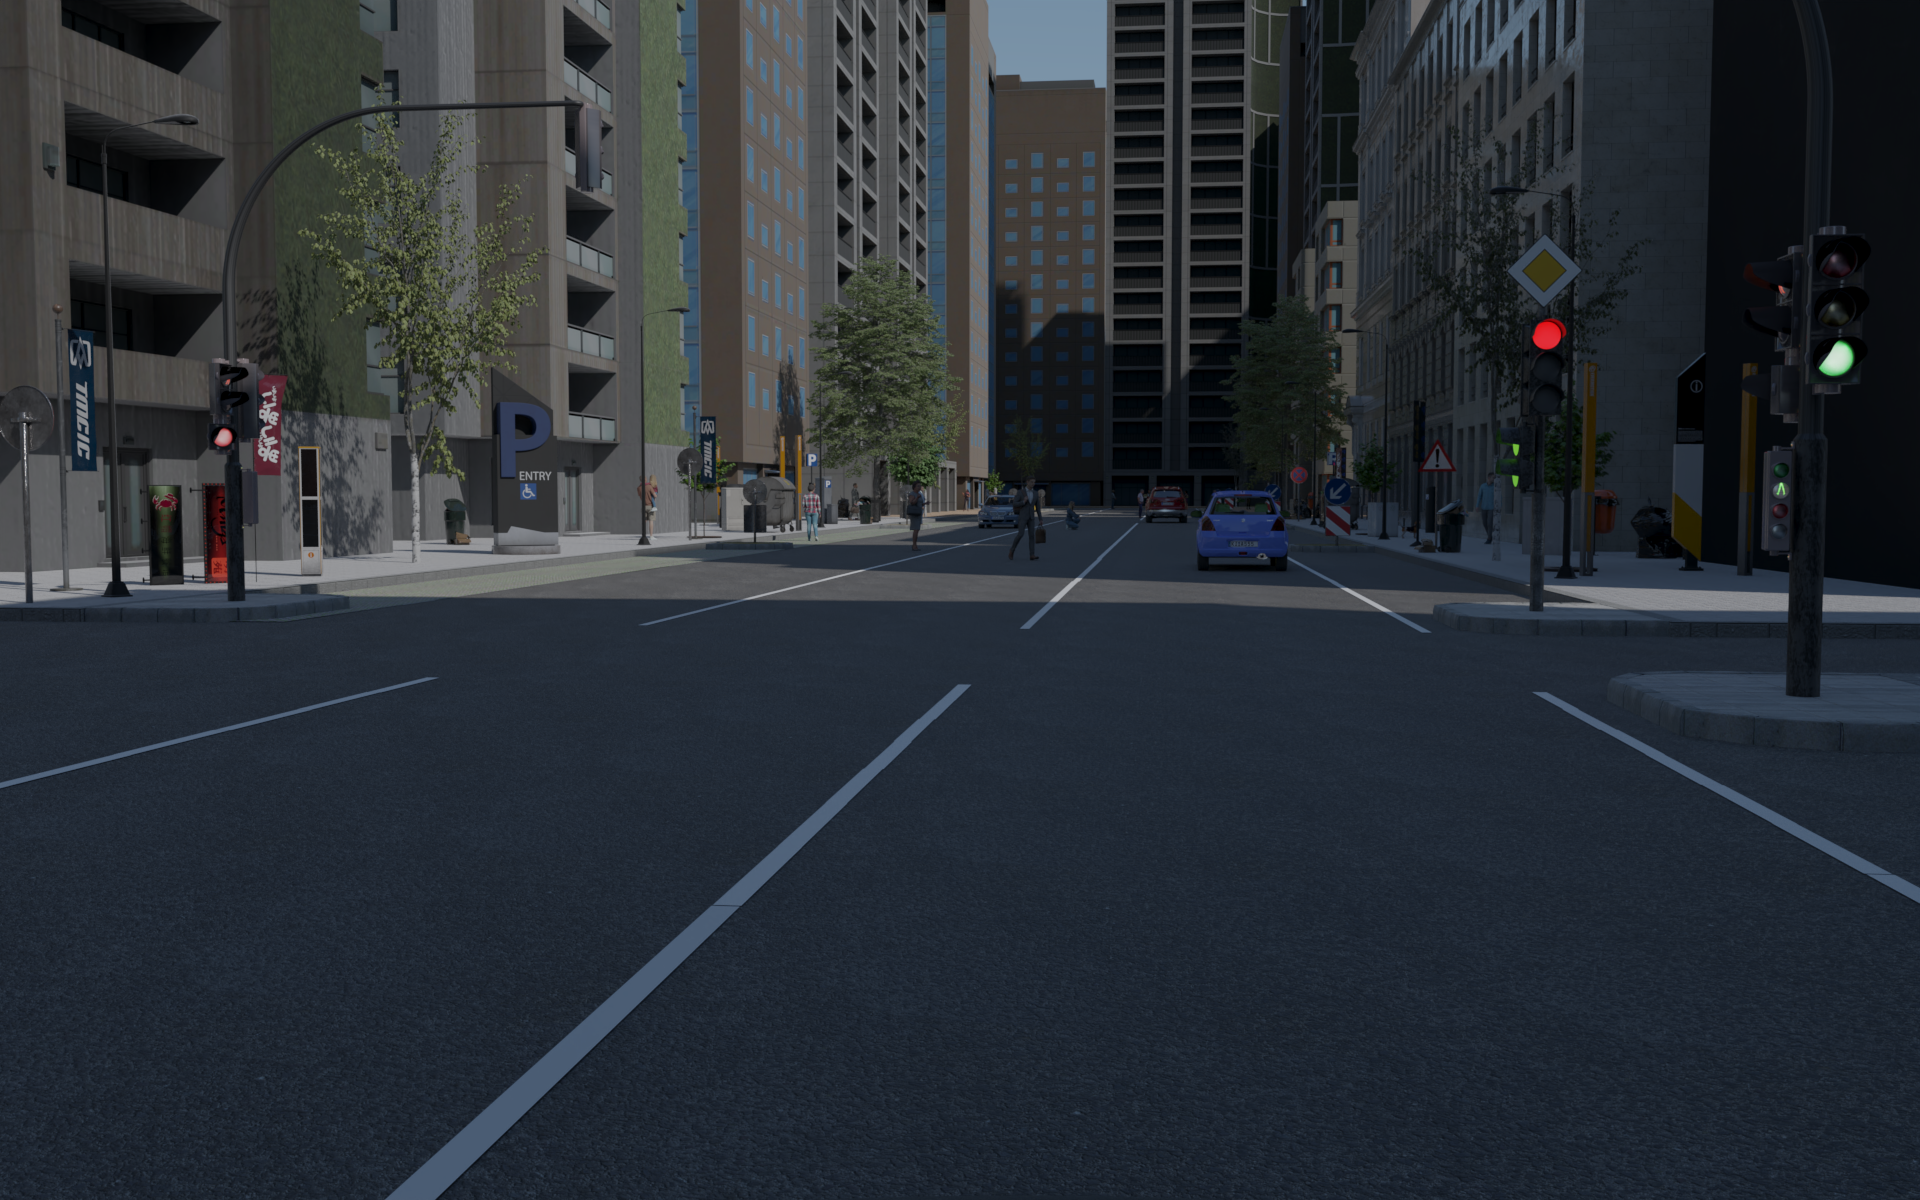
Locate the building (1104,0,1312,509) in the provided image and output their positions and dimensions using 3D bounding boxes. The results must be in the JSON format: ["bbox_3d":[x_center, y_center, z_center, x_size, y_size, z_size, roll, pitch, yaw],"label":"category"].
[{"bbox_3d":[26.487,-45.865,188.145,20.611,71.187,20.563,0,4,7],"label":"building"}]

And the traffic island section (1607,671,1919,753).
[{"bbox_3d":[5.379,0.687,11.041,2.009,0.180,2.903,0,4,7],"label":"traffic island section"}]

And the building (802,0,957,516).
[{"bbox_3d":[-10.944,-42.113,126.793,20.563,71.187,20.611,0,4,7],"label":"building"}]

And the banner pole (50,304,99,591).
[{"bbox_3d":[-11.826,-2.026,23.144,0.401,3.779,0.863,1,4,14],"label":"banner pole"}]

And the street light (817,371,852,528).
[{"bbox_3d":[-4.771,-5.704,65.805,1.470,5.913,1.316,0,4,7],"label":"street light"}]

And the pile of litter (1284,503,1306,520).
[{"bbox_3d":[16.864,-4.495,87.461,1.176,0.858,1.719,1,4,8],"label":"pile of litter"}]

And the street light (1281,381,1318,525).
[{"bbox_3d":[14.088,-6.050,71.466,1.470,5.913,1.316,0,4,7],"label":"street light"}]

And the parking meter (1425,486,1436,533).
[{"bbox_3d":[15.583,-2.987,57.245,0.372,1.533,0.369,0,3,0],"label":"parking meter"}]

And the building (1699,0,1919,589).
[{"bbox_3d":[21.178,-11.960,25.219,15.834,23.373,12.332,0,4,7],"label":"building"}]

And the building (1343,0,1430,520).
[{"bbox_3d":[26.136,-18.110,82.007,13.634,28.700,20.117,0,4,7],"label":"building"}]

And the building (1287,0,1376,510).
[{"bbox_3d":[36.546,-42.837,138.629,20.563,71.187,20.611,0,4,7],"label":"building"}]

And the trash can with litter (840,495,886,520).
[{"bbox_3d":[-4.940,-4.592,86.130,2.233,1.210,1.678,2,4,32],"label":"trash can with litter"}]

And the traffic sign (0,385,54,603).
[{"bbox_3d":[-10.945,-1.235,20.292,0.768,2.556,0.104,1,4,14],"label":"traffic sign"}]

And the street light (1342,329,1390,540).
[{"bbox_3d":[11.421,-4.660,48.732,1.470,5.913,1.316,0,4,7],"label":"street light"}]

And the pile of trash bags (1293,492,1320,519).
[{"bbox_3d":[18.640,-5.025,91.907,1.912,1.369,3.447,1,4,11],"label":"pile of trash bags"}]

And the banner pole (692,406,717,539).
[{"bbox_3d":[-7.280,-3.610,49.035,0.863,3.779,0.401,1,4,10],"label":"banner pole"}]

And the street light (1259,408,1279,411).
[{"bbox_3d":[16.801,-7.385,93.288,1.470,5.913,1.316,0,4,7],"label":"street light"}]

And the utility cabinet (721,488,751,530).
[{"bbox_3d":[-7.769,-3.172,60.548,1.173,1.500,0.318,-3,5,-44],"label":"utility cabinet"}]

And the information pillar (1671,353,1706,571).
[{"bbox_3d":[12.137,-2.292,28.830,0.504,3.616,0.183,0,4,-3],"label":"information pillar"}]

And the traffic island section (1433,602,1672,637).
[{"bbox_3d":[6.334,0.203,18.969,2.009,0.180,2.903,0,4,7],"label":"traffic island section"}]

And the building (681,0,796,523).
[{"bbox_3d":[-15.541,-26.466,82.835,14.600,45.320,14.200,0,4,7],"label":"building"}]

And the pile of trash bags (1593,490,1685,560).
[{"bbox_3d":[14.210,-1.550,35.100,1.912,1.369,3.447,-2,4,-33],"label":"pile of trash bags"}]

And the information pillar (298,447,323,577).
[{"bbox_3d":[-10.124,-1.377,27.013,0.304,2.012,0.304,-1,4,-15],"label":"information pillar"}]

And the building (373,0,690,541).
[{"bbox_3d":[-17.081,-22.565,52.539,14.154,41.232,14.086,0,4,7],"label":"building"}]

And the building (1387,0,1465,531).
[{"bbox_3d":[21.669,-13.109,63.485,9.793,20.994,18.267,0,4,7],"label":"building"}]

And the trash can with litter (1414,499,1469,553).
[{"bbox_3d":[10.538,-1.622,37.914,1.055,1.170,0.624,-1,4,-8],"label":"trash can with litter"}]

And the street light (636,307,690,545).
[{"bbox_3d":[-7.397,-4.324,43.235,1.470,5.913,1.316,0,4,7],"label":"street light"}]

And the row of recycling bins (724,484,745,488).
[{"bbox_3d":[-8.981,-3.911,71.059,1.069,1.692,3.534,0,4,5],"label":"row of recycling bins"}]

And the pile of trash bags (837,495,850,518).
[{"bbox_3d":[-6.902,-5.089,92.958,1.912,1.369,3.447,0,4,5],"label":"pile of trash bags"}]

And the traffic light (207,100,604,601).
[{"bbox_3d":[-6.572,-2.799,20.424,4.771,5.953,1.251,0,4,7],"label":"traffic light"}]

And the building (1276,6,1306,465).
[{"bbox_3d":[36.204,-31.000,156.958,14.600,45.320,14.200,0,4,7],"label":"building"}]

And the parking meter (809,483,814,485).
[{"bbox_3d":[-7.423,-5.010,87.617,0.399,1.863,0.255,1,4,13],"label":"parking meter"}]

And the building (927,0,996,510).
[{"bbox_3d":[-4.398,-31.286,161.632,14.200,45.320,14.600,0,4,7],"label":"building"}]

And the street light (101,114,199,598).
[{"bbox_3d":[-10.001,-2.988,21.400,1.470,5.913,1.316,0,4,7],"label":"street light"}]

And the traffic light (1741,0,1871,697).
[{"bbox_3d":[3.253,-2.225,11.041,4.771,5.953,1.251,0,4,7],"label":"traffic light"}]

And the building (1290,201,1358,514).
[{"bbox_3d":[37.099,-16.523,115.192,27.650,21.520,28.899,0,4,7],"label":"building"}]

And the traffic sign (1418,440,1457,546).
[{"bbox_3d":[11.386,-2.529,41.349,0.884,2.594,0.081,1,4,16],"label":"traffic sign"}]

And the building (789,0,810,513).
[{"bbox_3d":[-5.240,-30.232,144.396,14.600,45.320,14.200,0,4,7],"label":"building"}]

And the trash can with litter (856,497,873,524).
[{"bbox_3d":[-4.039,-3.808,73.642,0.624,1.170,1.055,0,4,6],"label":"trash can with litter"}]

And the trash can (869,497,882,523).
[{"bbox_3d":[-3.858,-4.033,77.595,0.748,1.137,0.748,0,3,0],"label":"trash can"}]

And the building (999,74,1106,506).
[{"bbox_3d":[8.863,-32.908,188.162,14.200,45.320,14.600,0,4,7],"label":"building"}]

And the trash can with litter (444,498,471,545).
[{"bbox_3d":[-12.665,-1.988,43.891,0.624,1.170,1.055,-3,4,-37],"label":"trash can with litter"}]

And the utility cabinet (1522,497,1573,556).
[{"bbox_3d":[12.396,-1.554,36.569,0.306,1.237,1.020,-3,4,-38],"label":"utility cabinet"}]

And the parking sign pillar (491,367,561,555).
[{"bbox_3d":[-9.306,-2.971,37.051,1.447,3.967,1.447,-2,4,-29],"label":"parking sign pillar"}]

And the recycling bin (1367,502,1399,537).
[{"bbox_3d":[12.665,-2.404,51.860,0.722,1.027,0.722,0,4,-6],"label":"recycling bin"}]

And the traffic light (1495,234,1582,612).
[{"bbox_3d":[6.296,-1.831,18.860,0.839,4.253,0.868,0,4,7],"label":"traffic light"}]

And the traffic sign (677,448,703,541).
[{"bbox_3d":[-7.455,-2.915,47.771,0.768,2.556,0.104,1,4,14],"label":"traffic sign"}]

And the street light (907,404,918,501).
[{"bbox_3d":[-2.087,-7.039,87.630,1.470,5.913,1.316,0,4,7],"label":"street light"}]

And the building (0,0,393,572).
[{"bbox_3d":[-20.200,-15.861,31.027,14.160,30.474,14.107,0,4,7],"label":"building"}]

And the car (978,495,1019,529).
[{"bbox_3d":[1.831,-3.769,73.622,2.014,1.417,4.499,0,4,7],"label":"car"}]

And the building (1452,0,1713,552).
[{"bbox_3d":[19.828,-11.680,45.726,10.420,20.320,16.860,0,4,7],"label":"building"}]

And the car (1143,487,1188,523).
[{"bbox_3d":[10.370,-4.801,87.162,2.281,1.827,5.304,0,4,5],"label":"car"}]

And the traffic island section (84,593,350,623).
[{"bbox_3d":[-8.698,0.092,20.778,2.009,0.180,2.903,0,4,7],"label":"traffic island section"}]

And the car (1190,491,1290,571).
[{"bbox_3d":[5.445,-1.469,33.604,1.945,1.707,3.694,0,4,7],"label":"car"}]

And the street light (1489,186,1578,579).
[{"bbox_3d":[8.680,-3.284,26.231,1.470,5.913,1.316,0,4,7],"label":"street light"}]

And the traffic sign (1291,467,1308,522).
[{"bbox_3d":[15.831,-4.941,80.891,0.768,2.556,0.104,1,4,10],"label":"traffic sign"}]
